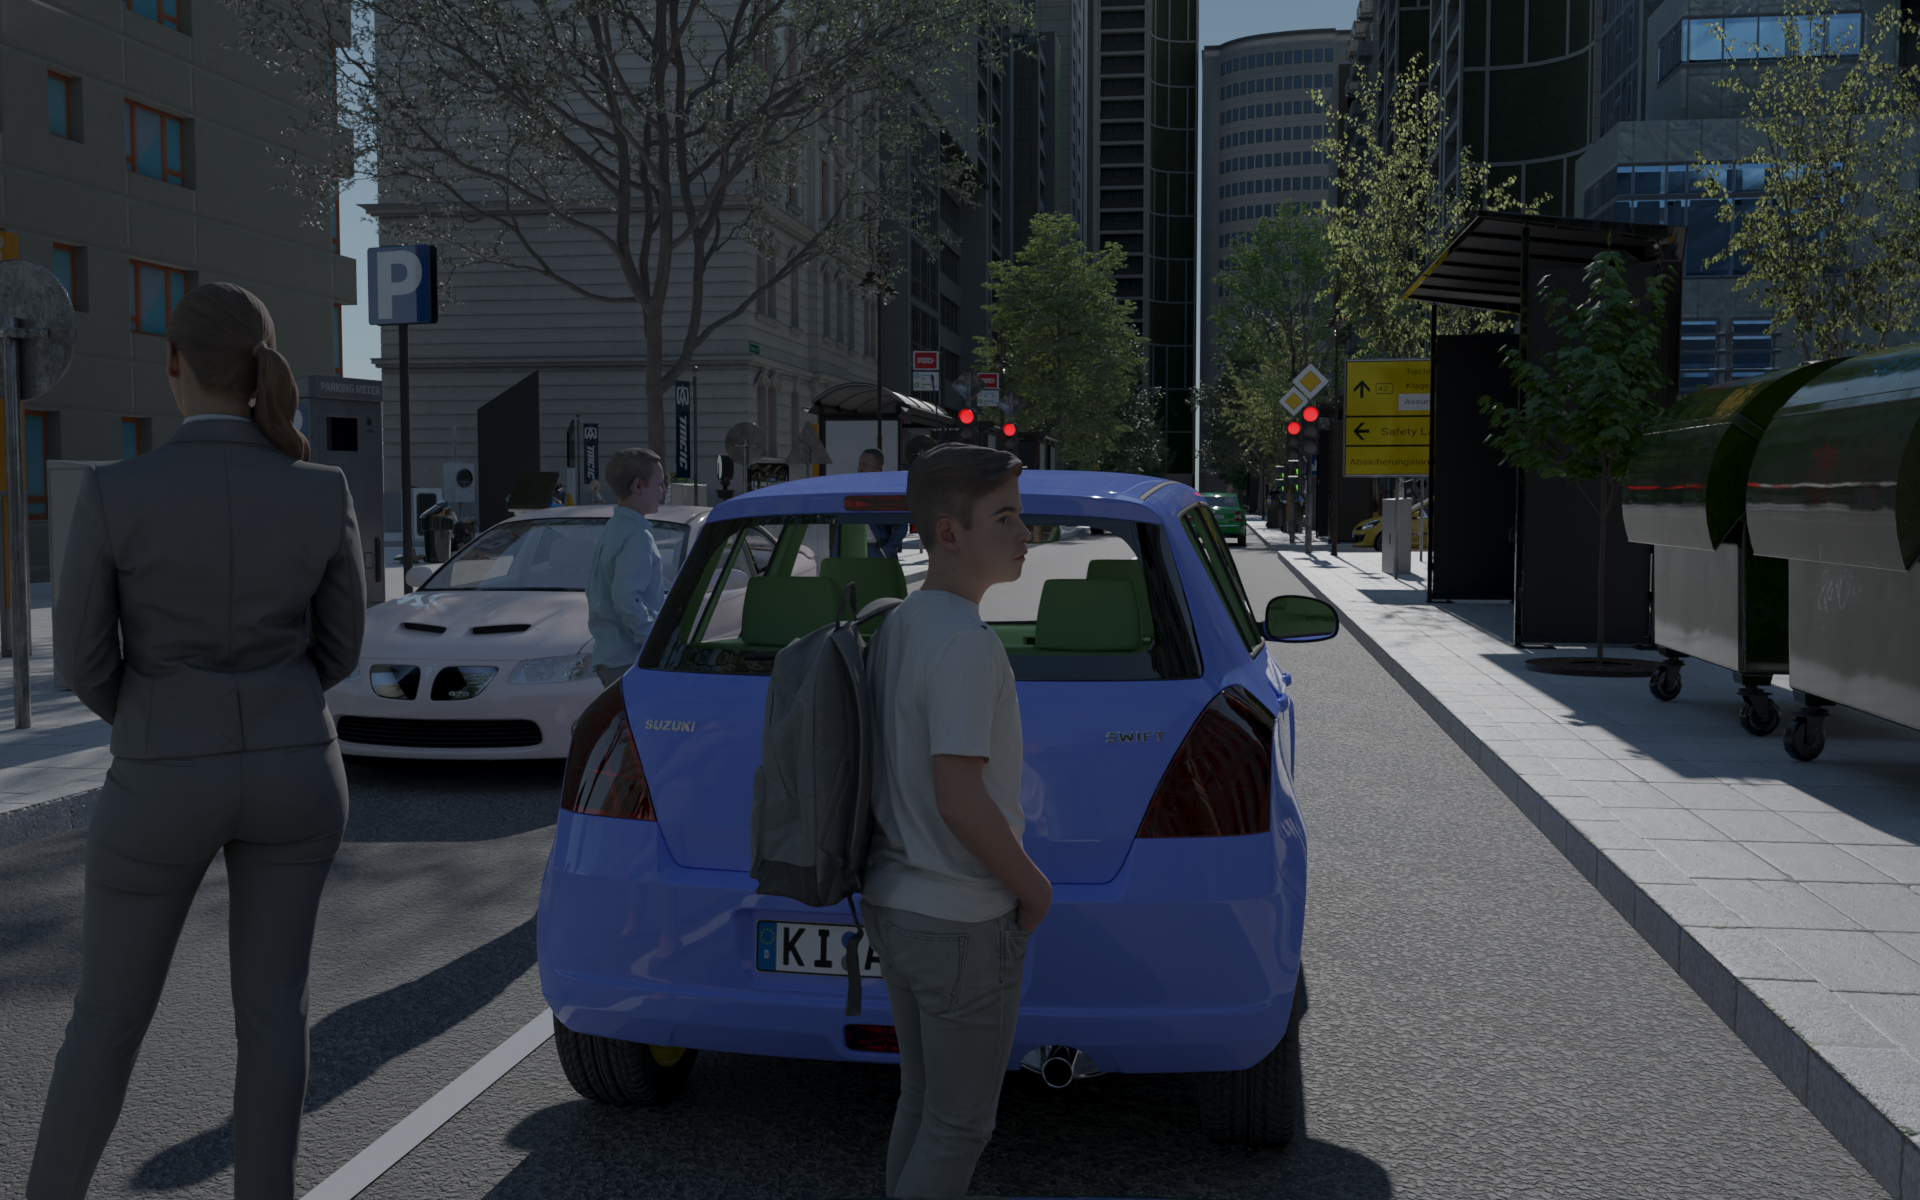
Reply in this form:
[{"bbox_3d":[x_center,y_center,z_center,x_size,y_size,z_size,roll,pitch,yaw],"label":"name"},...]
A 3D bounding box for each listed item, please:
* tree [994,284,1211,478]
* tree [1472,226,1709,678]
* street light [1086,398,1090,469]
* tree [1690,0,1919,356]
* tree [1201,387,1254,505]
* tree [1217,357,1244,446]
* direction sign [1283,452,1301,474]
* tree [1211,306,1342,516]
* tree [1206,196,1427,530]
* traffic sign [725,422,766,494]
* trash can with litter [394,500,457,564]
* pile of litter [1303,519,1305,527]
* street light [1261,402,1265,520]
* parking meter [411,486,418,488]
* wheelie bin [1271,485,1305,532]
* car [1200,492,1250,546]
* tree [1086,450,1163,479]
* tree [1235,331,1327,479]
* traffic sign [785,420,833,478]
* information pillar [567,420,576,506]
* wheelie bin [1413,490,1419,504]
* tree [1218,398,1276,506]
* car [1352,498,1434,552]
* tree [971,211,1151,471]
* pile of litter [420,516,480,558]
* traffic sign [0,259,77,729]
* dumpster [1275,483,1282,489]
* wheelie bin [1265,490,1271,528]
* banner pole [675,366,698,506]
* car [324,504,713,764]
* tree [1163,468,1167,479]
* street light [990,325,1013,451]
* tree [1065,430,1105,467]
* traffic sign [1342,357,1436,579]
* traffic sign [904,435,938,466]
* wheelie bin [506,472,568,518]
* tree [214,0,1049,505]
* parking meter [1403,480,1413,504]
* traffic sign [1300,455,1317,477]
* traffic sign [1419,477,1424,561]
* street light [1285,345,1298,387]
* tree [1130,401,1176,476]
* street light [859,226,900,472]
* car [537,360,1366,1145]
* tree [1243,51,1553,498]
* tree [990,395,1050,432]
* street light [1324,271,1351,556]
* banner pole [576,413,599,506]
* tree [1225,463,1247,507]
[{"bbox_3d":[6.179,-10.582,90.016,9.611,12.733,9.660,0,3,0],"label":"tree"},{"bbox_3d":[4.781,-1.099,12.572,1.663,3.219,1.824,0,3,0],"label":"tree"},{"bbox_3d":[5.935,-6.589,80.521,0.468,5.910,1.993,1,4,8],"label":"street light"},{"bbox_3d":[12.272,-4.522,24.301,4.360,8.622,3.978,0,3,0],"label":"tree"},{"bbox_3d":[31.600,-17.605,194.496,9.857,13.997,8.962,0,3,0],"label":"tree"},{"bbox_3d":[12.862,-7.390,71.195,4.360,8.622,3.978,0,3,0],"label":"tree"},{"bbox_3d":[16.703,-5.820,87.148,0.876,3.537,0.379,1,4,17],"label":"direction sign"},{"bbox_3d":[18.164,-11.397,103.348,9.611,12.733,9.660,0,3,0],"label":"tree"},{"bbox_3d":[12.498,-8.310,61.631,9.928,11.665,9.643,0,3,0],"label":"tree"},{"bbox_3d":[-3.796,-1.866,30.615,0.768,2.556,0.104,1,4,12],"label":"traffic sign"},{"bbox_3d":[-9.902,-1.265,32.076,1.055,1.170,0.624,-2,4,-35],"label":"trash can with litter"},{"bbox_3d":[13.183,-3.254,67.168,1.719,0.858,1.176,0,4,1],"label":"pile of litter"},{"bbox_3d":[15.160,-6.949,86.400,0.468,5.910,1.993,1,4,8],"label":"street light"},{"bbox_3d":[-16.506,-2.693,52.439,0.372,1.533,0.369,0,3,0],"label":"parking meter"},{"bbox_3d":[11.190,-3.085,58.348,0.980,1.594,0.693,3,4,38],"label":"wheelie bin"},{"bbox_3d":[7.256,-2.476,49.279,1.959,1.807,4.718,1,4,9],"label":"car"},{"bbox_3d":[9.105,-7.267,102.523,4.285,4.588,4.351,0,3,0],"label":"tree"},{"bbox_3d":[14.681,-7.779,77.545,4.737,8.622,4.395,0,3,0],"label":"tree"},{"bbox_3d":[-2.680,-1.872,30.605,0.884,2.594,0.081,1,4,12],"label":"traffic sign"},{"bbox_3d":[-12.174,-3.847,54.255,0.183,3.616,0.504,1,4,9],"label":"information pillar"},{"bbox_3d":[22.432,-4.782,86.095,0.693,1.594,0.980,1,4,10],"label":"wheelie bin"},{"bbox_3d":[29.876,-15.868,177.563,7.486,12.596,7.792,0,3,0],"label":"tree"},{"bbox_3d":[11.334,-1.883,41.014,3.980,1.641,2.015,1,4,9],"label":"car"},{"bbox_3d":[3.943,-9.323,70.558,7.486,12.596,7.792,0,3,0],"label":"tree"},{"bbox_3d":[-9.905,-1.231,34.096,1.719,0.858,1.176,3,5,43],"label":"pile of litter"},{"bbox_3d":[-5.136,-0.569,9.417,0.768,2.556,0.104,1,4,14],"label":"traffic sign"},{"bbox_3d":[21.220,-6.820,114.008,1.502,2.255,1.985,1,4,8],"label":"dumpster"},{"bbox_3d":[11.895,-3.495,65.055,0.693,1.594,0.980,2,4,34],"label":"wheelie bin"},{"bbox_3d":[-5.299,-2.678,33.796,0.401,3.779,0.863,2,4,28],"label":"banner pole"},{"bbox_3d":[-2.133,0.111,10.555,2.083,1.381,4.827,1,4,10],"label":"car"},{"bbox_3d":[17.505,-10.825,160.699,4.285,4.588,4.351,0,3,0],"label":"tree"},{"bbox_3d":[1.136,-4.565,47.422,0.468,5.910,1.993,1,4,8],"label":"street light"},{"bbox_3d":[7.806,-10.137,116.105,4.360,8.622,3.978,0,3,0],"label":"tree"},{"bbox_3d":[6.881,-1.960,25.912,2.265,3.308,0.079,1,4,12],"label":"traffic sign"},{"bbox_3d":[-0.835,-2.278,37.355,0.768,2.556,0.104,1,4,13],"label":"traffic sign"},{"bbox_3d":[-5.948,-1.008,24.396,0.980,1.594,0.693,1,4,17],"label":"wheelie bin"},{"bbox_3d":[-3.767,-6.806,21.652,12.009,13.543,11.850,0,3,0],"label":"tree"},{"bbox_3d":[18.075,-3.932,70.004,0.399,1.863,0.255,0,4,-8],"label":"parking meter"},{"bbox_3d":[10.264,-3.102,50.824,0.768,2.556,0.104,1,4,13],"label":"traffic sign"},{"bbox_3d":[8.773,-1.882,32.894,0.606,2.300,0.079,1,4,13],"label":"traffic sign"},{"bbox_3d":[10.326,-4.951,53.735,0.468,5.910,1.993,1,4,8],"label":"street light"},{"bbox_3d":[12.948,-10.809,127.089,4.737,8.622,4.395,0,3,0],"label":"tree"},{"bbox_3d":[-1.397,-3.504,30.082,0.468,5.910,1.993,1,4,8],"label":"street light"},{"bbox_3d":[0.165,0.267,5.226,1.945,1.707,3.694,1,4,10],"label":"car"},{"bbox_3d":[7.621,-4.826,29.267,4.360,8.622,3.978,0,3,0],"label":"tree"},{"bbox_3d":[3.570,-9.136,99.738,4.360,8.622,3.978,0,3,0],"label":"tree"},{"bbox_3d":[7.821,-3.868,36.030,0.468,5.910,1.993,1,4,8],"label":"street light"},{"bbox_3d":[-11.604,-3.899,53.764,0.863,3.779,0.401,-2,4,-26],"label":"banner pole"},{"bbox_3d":[27.757,-11.398,170.071,4.285,4.588,4.351,0,3,0],"label":"tree"}]
